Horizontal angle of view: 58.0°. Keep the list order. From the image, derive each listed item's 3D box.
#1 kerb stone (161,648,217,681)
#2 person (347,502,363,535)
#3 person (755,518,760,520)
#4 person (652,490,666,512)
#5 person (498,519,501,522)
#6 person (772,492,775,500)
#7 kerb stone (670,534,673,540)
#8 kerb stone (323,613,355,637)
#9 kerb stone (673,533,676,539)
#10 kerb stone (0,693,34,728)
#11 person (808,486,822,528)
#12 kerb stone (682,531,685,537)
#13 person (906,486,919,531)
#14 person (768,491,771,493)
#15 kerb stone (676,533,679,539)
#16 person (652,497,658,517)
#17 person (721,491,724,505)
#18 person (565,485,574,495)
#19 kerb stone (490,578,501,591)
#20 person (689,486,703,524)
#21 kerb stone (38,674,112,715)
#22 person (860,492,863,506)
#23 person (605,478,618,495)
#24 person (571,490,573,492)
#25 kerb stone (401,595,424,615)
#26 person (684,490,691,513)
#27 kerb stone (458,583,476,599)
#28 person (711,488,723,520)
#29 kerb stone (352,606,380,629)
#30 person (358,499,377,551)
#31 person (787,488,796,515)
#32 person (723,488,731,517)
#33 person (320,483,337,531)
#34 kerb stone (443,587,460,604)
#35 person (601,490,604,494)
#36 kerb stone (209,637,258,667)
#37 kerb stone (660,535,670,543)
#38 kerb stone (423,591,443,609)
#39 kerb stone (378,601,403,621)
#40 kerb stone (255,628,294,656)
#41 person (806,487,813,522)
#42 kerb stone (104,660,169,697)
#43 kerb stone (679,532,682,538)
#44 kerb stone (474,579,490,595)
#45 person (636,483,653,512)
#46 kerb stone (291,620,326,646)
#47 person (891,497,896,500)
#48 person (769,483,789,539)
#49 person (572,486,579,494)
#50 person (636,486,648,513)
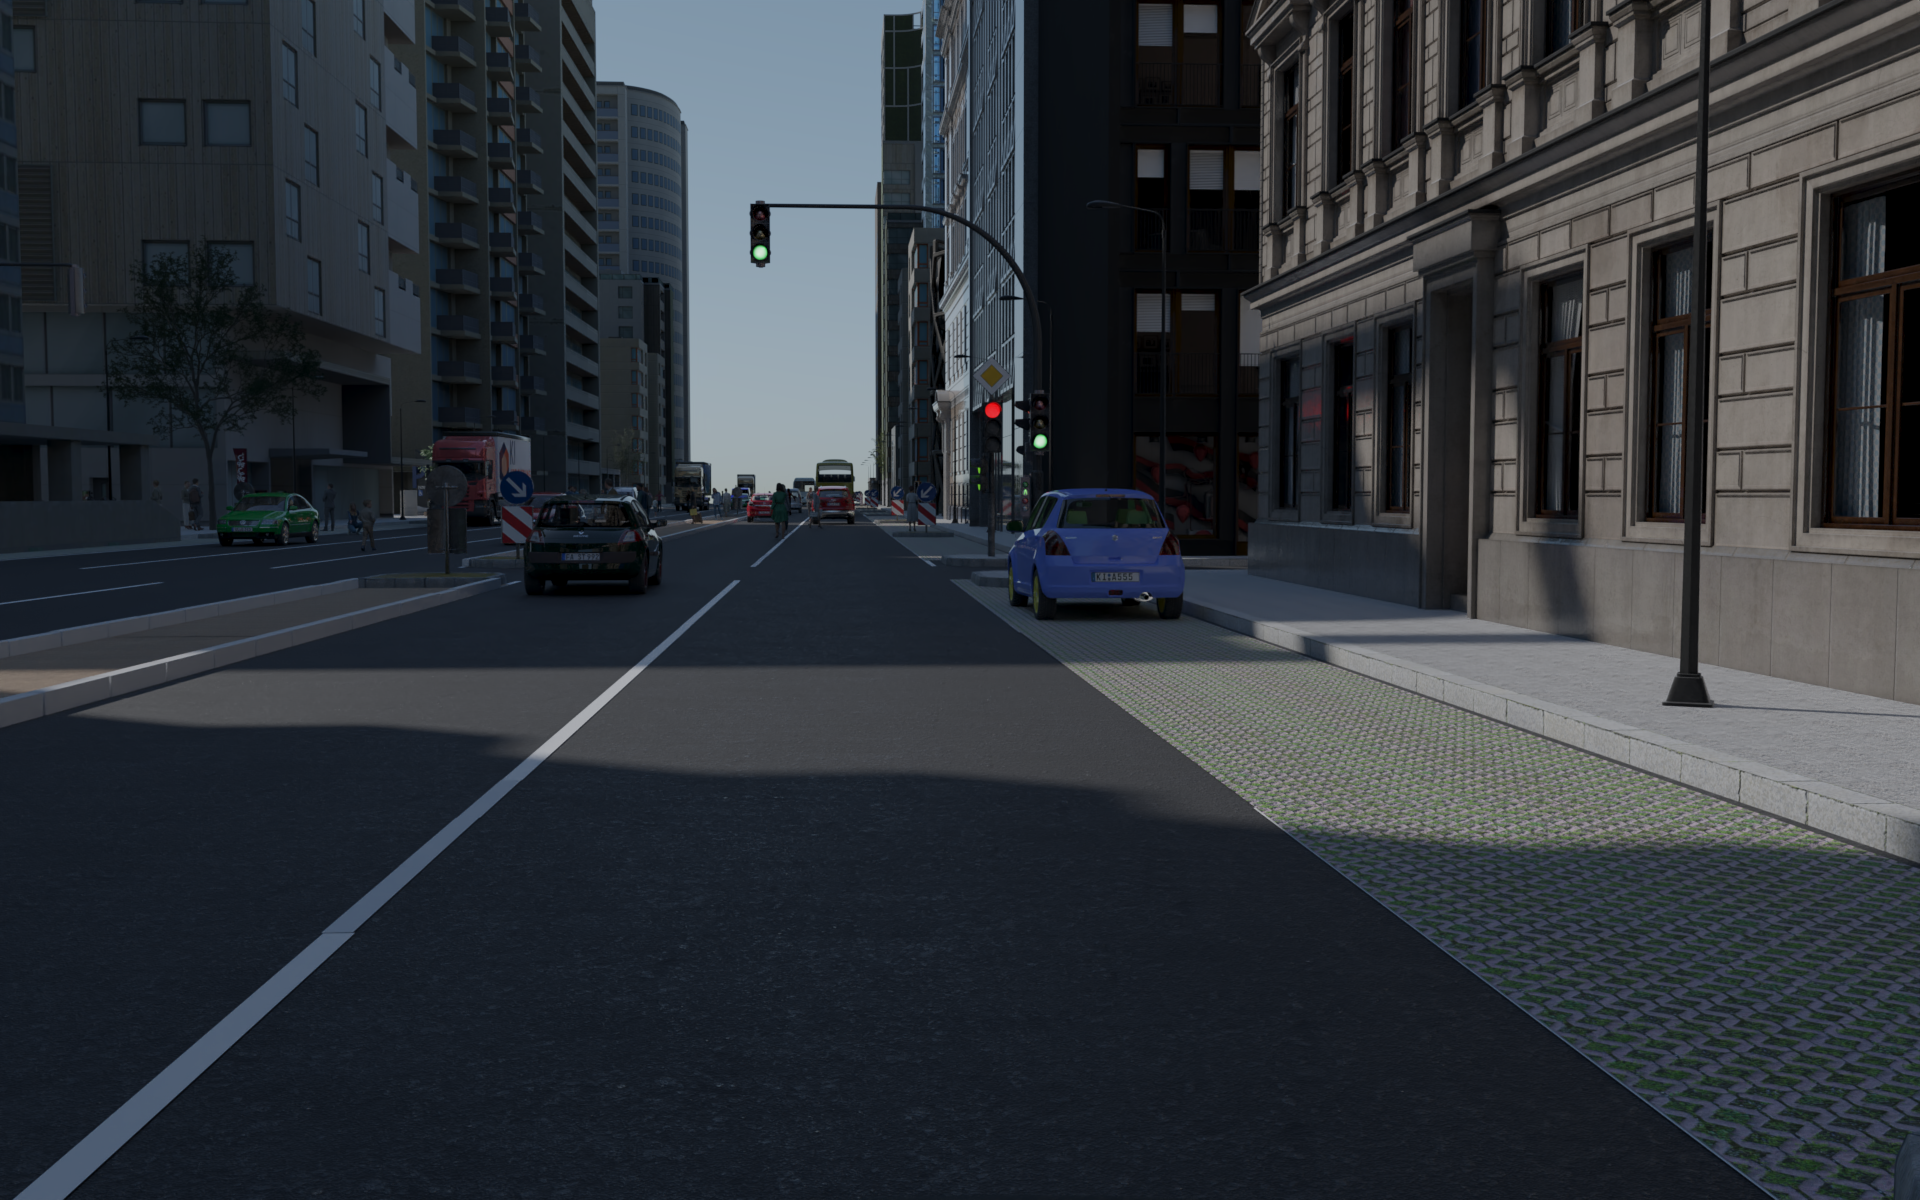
[{"bbox_3d":[-6.160,0.518,13.744,0.120,0.150,1.000,0,4,-4],"label":"kerb stone"},{"bbox_3d":[-21.261,-2.885,61.165,0.738,1.151,1.012,3,5,42],"label":"person"},{"bbox_3d":[-11.339,-5.244,96.829,0.503,1.515,0.523,0,4,7],"label":"person"},{"bbox_3d":[-24.027,-7.890,138.225,1.217,1.743,0.721,1,4,16],"label":"person"},{"bbox_3d":[-23.912,-4.903,89.249,0.643,1.750,0.593,0,4,-4],"label":"person"},{"bbox_3d":[-6.746,-3.426,64.701,0.537,1.800,0.526,2,4,24],"label":"person"},{"bbox_3d":[-8.997,-1.890,53.146,0.120,0.150,1.000,0,4,-4],"label":"kerb stone"},{"bbox_3d":[-6.459,0.268,17.825,0.120,0.150,1.000,0,4,-4],"label":"kerb stone"},{"bbox_3d":[-9.070,-1.955,54.165,0.120,0.150,1.000,0,4,-4],"label":"kerb stone"},{"bbox_3d":[-5.944,0.704,10.679,0.120,0.150,1.000,0,4,-4],"label":"kerb stone"},{"bbox_3d":[-6.032,-3.879,72.277,0.624,1.780,0.694,1,4,12],"label":"person"},{"bbox_3d":[-9.293,-2.140,57.242,0.120,0.150,1.000,0,4,-4],"label":"kerb stone"},{"bbox_3d":[-1.800,-3.513,66.515,0.480,1.755,0.524,1,4,11],"label":"person"},{"bbox_3d":[-18.998,-10.025,173.069,0.551,1.740,0.621,3,5,39],"label":"person"},{"bbox_3d":[-9.137,-2.018,55.192,0.120,0.150,1.000,0,4,-4],"label":"kerb stone"},{"bbox_3d":[-19.017,-5.805,108.099,0.352,1.250,0.332,-2,4,-29],"label":"person"},{"bbox_3d":[-31.527,-13.553,229.721,0.705,1.869,1.348,-1,4,-21],"label":"person"},{"bbox_3d":[-17.411,-4.202,77.227,0.581,1.822,0.654,3,4,38],"label":"person"},{"bbox_3d":[-7.052,-0.231,26.010,0.120,0.150,1.000,0,4,-4],"label":"kerb stone"},{"bbox_3d":[-12.705,-4.555,83.193,0.699,1.804,1.509,1,4,15],"label":"person"},{"bbox_3d":[-6.016,0.642,11.700,0.120,0.150,1.000,0,4,-4],"label":"kerb stone"},{"bbox_3d":[-11.855,-12.174,208.208,0.621,1.740,0.551,-3,5,-44],"label":"person"},{"bbox_3d":[-9.047,-2.239,45.020,0.656,1.842,0.836,2,4,27],"label":"person"},{"bbox_3d":[-26.852,-6.710,118.992,0.721,1.735,1.217,0,4,-5],"label":"person"},{"bbox_3d":[-6.674,0.080,20.895,0.120,0.150,1.000,0,4,-4],"label":"kerb stone"},{"bbox_3d":[-20.561,-7.413,130.529,0.721,1.723,1.217,-2,4,-30],"label":"person"},{"bbox_3d":[-6.899,-0.109,23.971,0.120,0.150,1.000,0,4,-4],"label":"kerb stone"},{"bbox_3d":[-13.477,-5.345,96.156,0.793,1.790,0.793,-2,4,-31],"label":"person"},{"bbox_3d":[-6.530,0.205,18.844,0.120,0.150,1.000,0,4,-4],"label":"kerb stone"},{"bbox_3d":[-14.909,-1.883,43.552,0.475,1.303,0.640,0,4,4],"label":"person"},{"bbox_3d":[-11.534,-6.596,116.311,1.348,1.831,0.705,-3,5,-42],"label":"person"},{"bbox_3d":[-14.367,-5.979,106.478,0.478,1.798,0.641,1,4,13],"label":"person"},{"bbox_3d":[-24.353,-3.572,66.708,0.447,1.846,0.655,2,4,34],"label":"person"},{"bbox_3d":[-6.824,-0.034,22.945,0.120,0.150,1.000,0,4,-4],"label":"kerb stone"},{"bbox_3d":[-25.687,-7.077,124.755,0.434,1.755,0.990,-2,4,-28],"label":"person"},{"bbox_3d":[-6.235,0.455,14.763,0.120,0.150,1.000,0,4,-4],"label":"kerb stone"},{"bbox_3d":[-8.923,-1.829,52.127,0.120,0.150,1.000,0,4,-4],"label":"kerb stone"},{"bbox_3d":[-6.751,0.018,21.918,0.120,0.150,1.000,0,4,-4],"label":"kerb stone"},{"bbox_3d":[-6.611,0.143,19.875,0.120,0.150,1.000,0,4,-4],"label":"kerb stone"},{"bbox_3d":[-6.309,0.394,15.786,0.120,0.150,1.000,0,4,-4],"label":"kerb stone"},{"bbox_3d":[-7.640,-4.909,89.037,0.520,1.790,0.573,-1,4,-13],"label":"person"},{"bbox_3d":[-6.085,0.580,12.720,0.120,0.150,1.000,0,4,-4],"label":"kerb stone"},{"bbox_3d":[-9.214,-2.081,56.219,0.120,0.150,1.000,0,4,-4],"label":"kerb stone"},{"bbox_3d":[-6.977,-0.171,24.990,0.120,0.150,1.000,0,4,-4],"label":"kerb stone"},{"bbox_3d":[-11.068,-3.147,59.936,0.713,1.824,0.794,2,4,28],"label":"person"},{"bbox_3d":[-6.382,0.330,16.805,0.120,0.150,1.000,0,4,-4],"label":"kerb stone"},{"bbox_3d":[-5.652,-8.537,148.848,0.697,1.427,0.421,3,5,44],"label":"person"},{"bbox_3d":[-5.749,-2.840,55.176,0.600,1.795,0.529,-2,4,-23],"label":"person"},{"bbox_3d":[-16.622,-4.061,75.249,0.444,1.785,0.601,-1,4,-17],"label":"person"},{"bbox_3d":[-13.127,-3.834,71.462,0.520,1.790,0.573,0,4,0],"label":"person"}]
